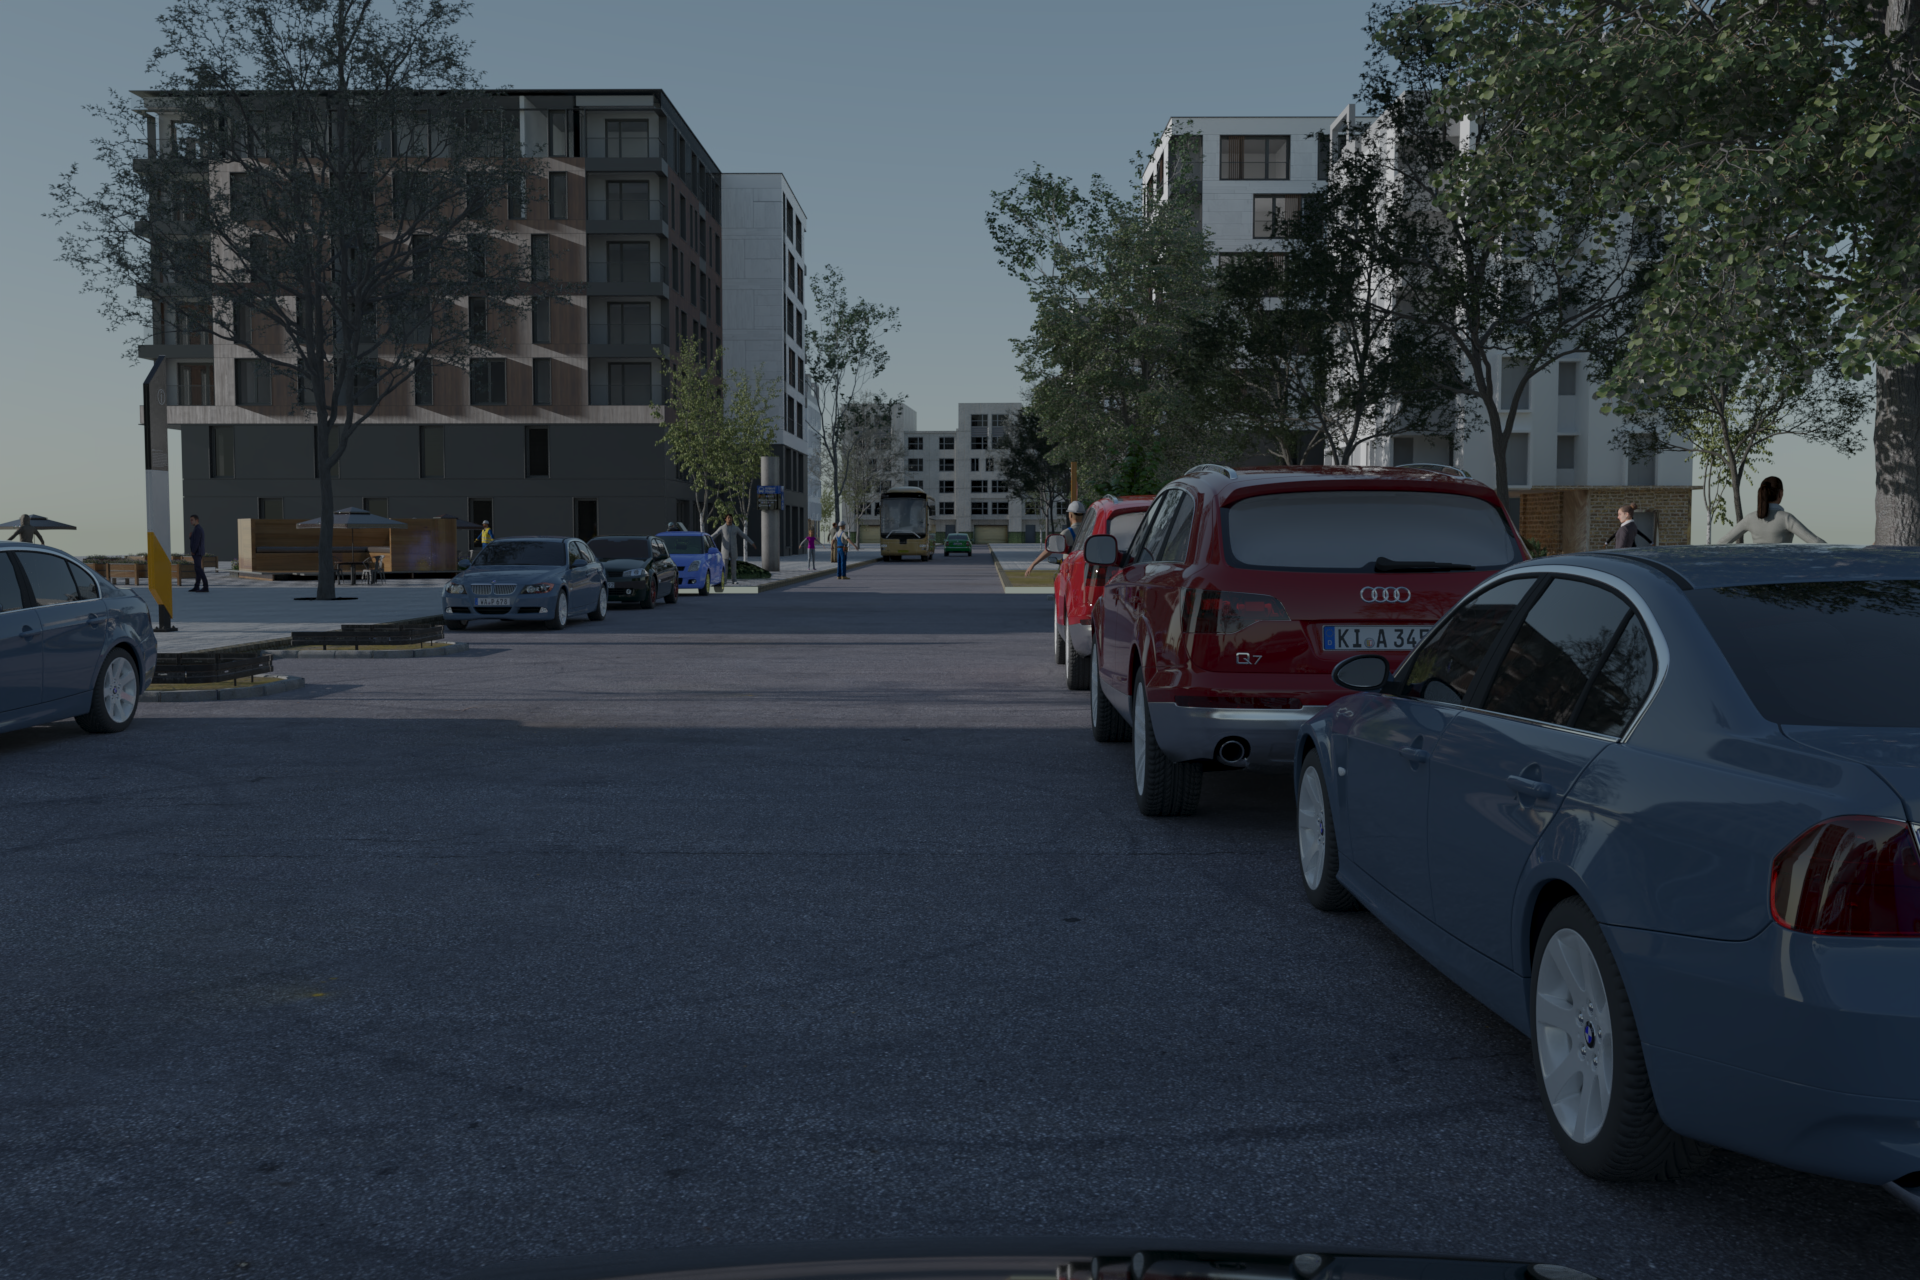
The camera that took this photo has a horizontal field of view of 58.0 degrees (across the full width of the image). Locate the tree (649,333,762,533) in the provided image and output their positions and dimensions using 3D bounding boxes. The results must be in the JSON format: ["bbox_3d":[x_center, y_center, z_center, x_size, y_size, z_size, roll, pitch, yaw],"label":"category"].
[{"bbox_3d":[-9.370,-6.905,63.258,4.737,8.622,4.395,0,3,0],"label":"tree"}]

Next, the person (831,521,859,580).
[{"bbox_3d":[-3.698,-2.837,54.703,0.705,1.847,1.347,-3,5,-42],"label":"person"}]

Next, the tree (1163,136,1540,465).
[{"bbox_3d":[9.026,-6.528,41.142,8.767,10.594,7.601,-1,4,-12],"label":"tree"}]

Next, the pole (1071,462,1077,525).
[{"bbox_3d":[3.229,-3.382,49.132,0.158,3.312,0.155,0,3,0],"label":"pole"}]

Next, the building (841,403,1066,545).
[{"bbox_3d":[0.435,-22.692,239.934,31.486,18.905,16.747,0,4,5],"label":"building"}]

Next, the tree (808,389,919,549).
[{"bbox_3d":[-8.439,-14.357,145.105,12.009,13.543,11.850,0,3,0],"label":"tree"}]

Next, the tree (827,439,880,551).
[{"bbox_3d":[-8.756,-11.287,134.899,4.360,8.622,3.978,0,3,0],"label":"tree"}]

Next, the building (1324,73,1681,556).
[{"bbox_3d":[21.763,-13.528,77.600,16.016,20.090,11.380,0,4,1],"label":"building"}]

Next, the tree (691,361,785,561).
[{"bbox_3d":[-9.318,-7.564,74.026,4.737,8.622,4.395,0,3,0],"label":"tree"}]

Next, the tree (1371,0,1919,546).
[{"bbox_3d":[8.297,-6.615,14.813,9.857,13.997,8.962,0,3,0],"label":"tree"}]

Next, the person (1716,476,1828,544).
[{"bbox_3d":[6.369,-0.410,13.539,0.721,1.735,1.217,-3,5,-40],"label":"person"}]

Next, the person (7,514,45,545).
[{"bbox_3d":[-24.818,-2.438,45.995,0.705,1.813,1.348,1,4,20],"label":"person"}]

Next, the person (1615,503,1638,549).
[{"bbox_3d":[9.464,-1.097,24.784,0.445,1.727,0.742,0,4,8],"label":"person"}]

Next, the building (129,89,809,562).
[{"bbox_3d":[-24.000,-15.431,96.265,27.936,21.610,32.646,0,4,1],"label":"building"}]

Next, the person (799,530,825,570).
[{"bbox_3d":[-5.273,-3.208,61.721,0.991,1.433,0.599,-2,4,-26],"label":"person"}]

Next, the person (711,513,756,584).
[{"bbox_3d":[-5.899,-2.333,44.325,1.347,1.806,0.705,-1,4,-15],"label":"person"}]

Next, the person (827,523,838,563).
[{"bbox_3d":[-5.583,-4.345,77.320,0.705,1.796,1.348,-3,4,-38],"label":"person"}]

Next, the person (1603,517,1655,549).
[{"bbox_3d":[16.352,-2.177,42.323,1.216,1.740,0.721,2,4,30],"label":"person"}]

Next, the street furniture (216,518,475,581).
[{"bbox_3d":[-17.279,-2.783,52.357,9.812,1.723,11.010,-2,4,-33],"label":"street furniture"}]

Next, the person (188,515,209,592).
[{"bbox_3d":[-16.818,-1.910,38.193,0.530,1.710,0.541,0,4,-7],"label":"person"}]

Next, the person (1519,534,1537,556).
[{"bbox_3d":[9.033,-1.360,29.011,1.217,1.736,0.721,2,4,28],"label":"person"}]

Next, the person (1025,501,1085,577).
[{"bbox_3d":[1.454,-0.830,21.881,1.347,1.847,0.705,-2,4,-27],"label":"person"}]

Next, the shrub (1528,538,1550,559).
[{"bbox_3d":[15.762,-2.243,47.792,1.383,1.207,1.383,0,3,0],"label":"shrub"}]

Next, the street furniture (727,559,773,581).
[{"bbox_3d":[-8.449,-2.250,52.411,5.734,0.657,10.072,0,4,-5],"label":"street furniture"}]

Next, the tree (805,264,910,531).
[{"bbox_3d":[-9.818,-16.421,124.371,12.611,20.169,13.585,0,3,0],"label":"tree"}]

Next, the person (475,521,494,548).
[{"bbox_3d":[-19.363,-3.959,70.706,1.349,1.833,0.705,3,5,43],"label":"person"}]

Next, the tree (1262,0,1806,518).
[{"bbox_3d":[8.732,-5.680,27.282,8.767,10.594,7.601,1,4,20],"label":"tree"}]

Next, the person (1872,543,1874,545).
[{"bbox_3d":[9.334,-0.644,17.345,0.721,1.737,1.217,0,4,-3],"label":"person"}]

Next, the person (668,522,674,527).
[{"bbox_3d":[-13.029,-4.420,78.394,0.704,1.817,1.347,-3,4,-38],"label":"person"}]

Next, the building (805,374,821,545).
[{"bbox_3d":[-22.620,-21.336,205.266,16.016,20.090,11.380,0,4,0],"label":"building"}]

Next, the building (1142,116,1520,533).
[{"bbox_3d":[24.326,-15.742,101.356,27.936,21.610,32.646,0,4,0],"label":"building"}]

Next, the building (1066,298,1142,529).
[{"bbox_3d":[24.046,-19.703,166.116,27.936,21.610,32.646,0,4,1],"label":"building"}]
